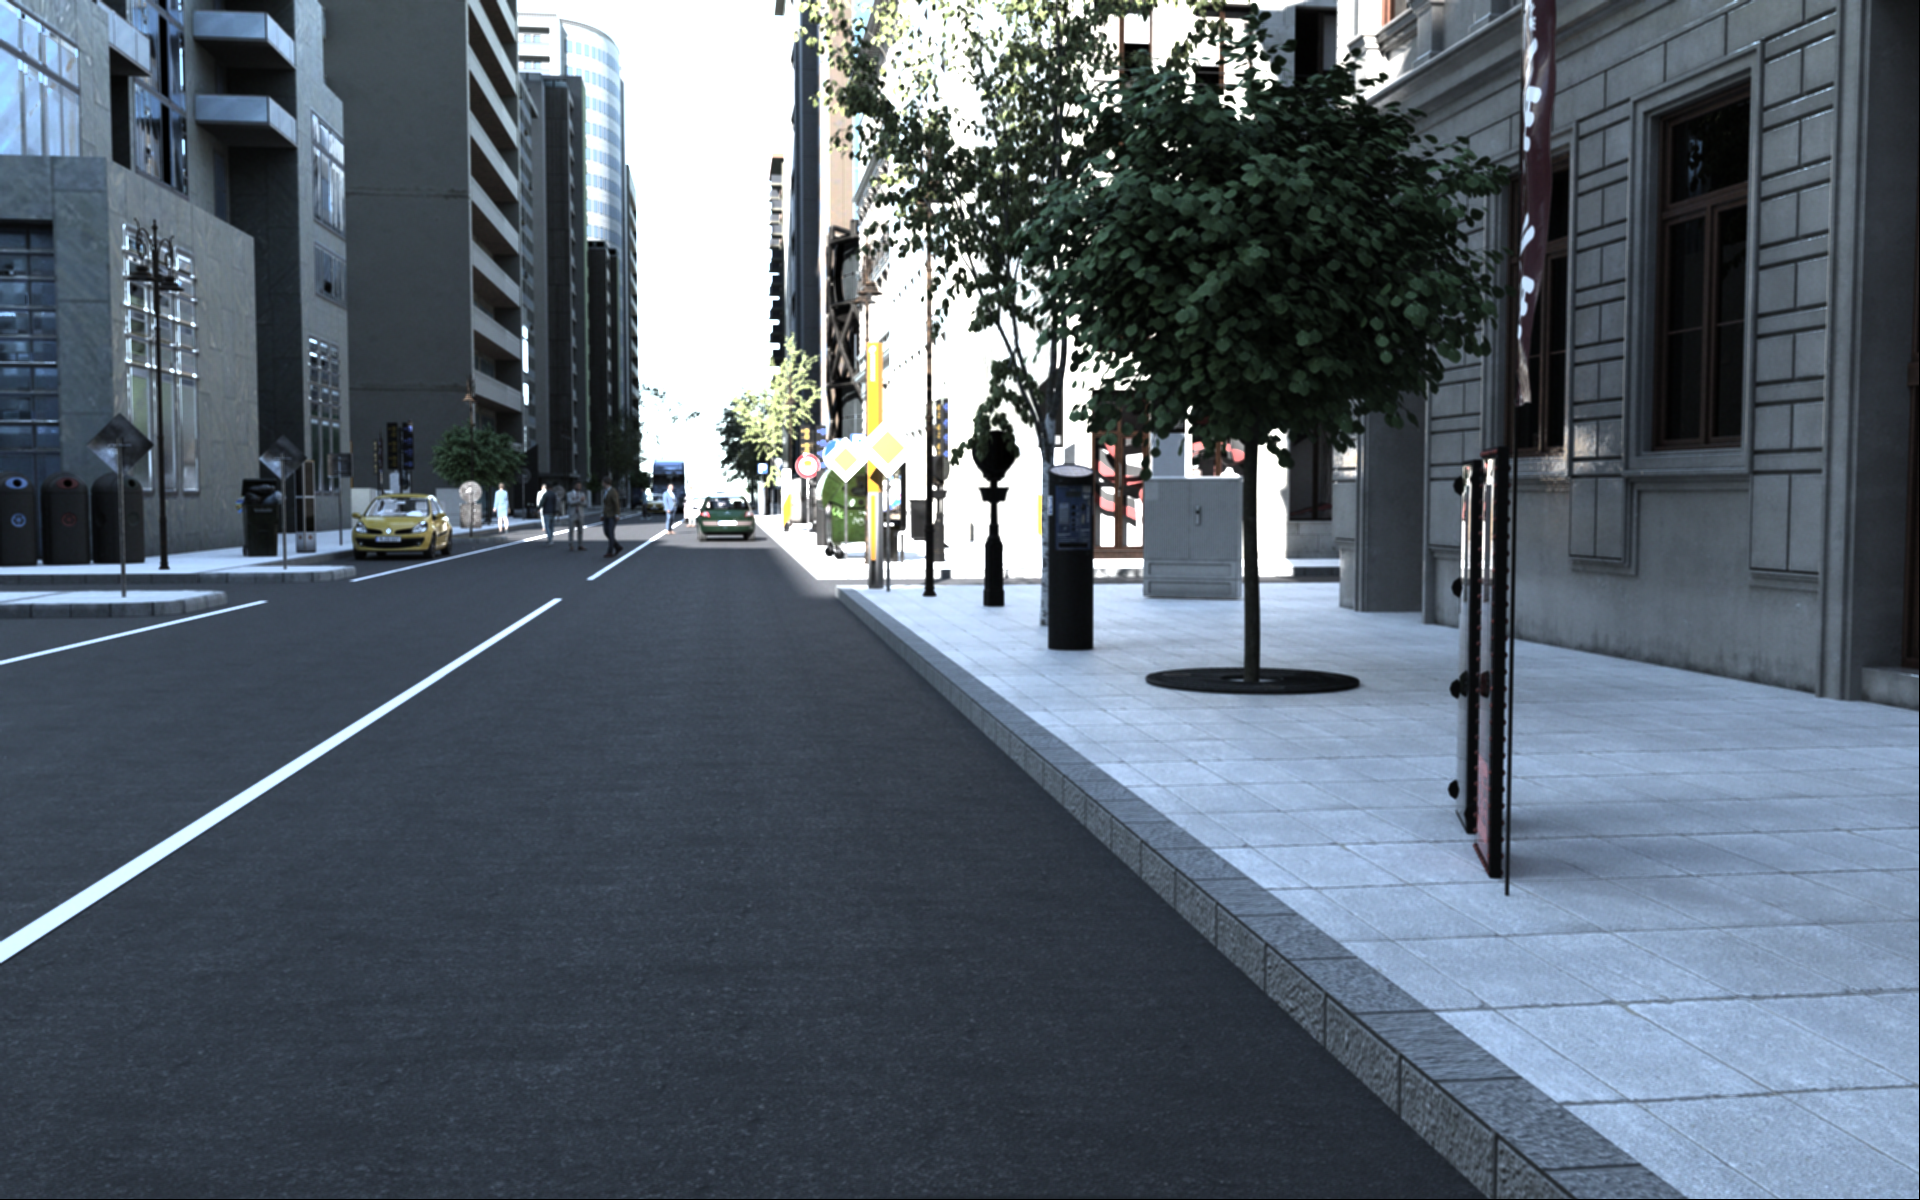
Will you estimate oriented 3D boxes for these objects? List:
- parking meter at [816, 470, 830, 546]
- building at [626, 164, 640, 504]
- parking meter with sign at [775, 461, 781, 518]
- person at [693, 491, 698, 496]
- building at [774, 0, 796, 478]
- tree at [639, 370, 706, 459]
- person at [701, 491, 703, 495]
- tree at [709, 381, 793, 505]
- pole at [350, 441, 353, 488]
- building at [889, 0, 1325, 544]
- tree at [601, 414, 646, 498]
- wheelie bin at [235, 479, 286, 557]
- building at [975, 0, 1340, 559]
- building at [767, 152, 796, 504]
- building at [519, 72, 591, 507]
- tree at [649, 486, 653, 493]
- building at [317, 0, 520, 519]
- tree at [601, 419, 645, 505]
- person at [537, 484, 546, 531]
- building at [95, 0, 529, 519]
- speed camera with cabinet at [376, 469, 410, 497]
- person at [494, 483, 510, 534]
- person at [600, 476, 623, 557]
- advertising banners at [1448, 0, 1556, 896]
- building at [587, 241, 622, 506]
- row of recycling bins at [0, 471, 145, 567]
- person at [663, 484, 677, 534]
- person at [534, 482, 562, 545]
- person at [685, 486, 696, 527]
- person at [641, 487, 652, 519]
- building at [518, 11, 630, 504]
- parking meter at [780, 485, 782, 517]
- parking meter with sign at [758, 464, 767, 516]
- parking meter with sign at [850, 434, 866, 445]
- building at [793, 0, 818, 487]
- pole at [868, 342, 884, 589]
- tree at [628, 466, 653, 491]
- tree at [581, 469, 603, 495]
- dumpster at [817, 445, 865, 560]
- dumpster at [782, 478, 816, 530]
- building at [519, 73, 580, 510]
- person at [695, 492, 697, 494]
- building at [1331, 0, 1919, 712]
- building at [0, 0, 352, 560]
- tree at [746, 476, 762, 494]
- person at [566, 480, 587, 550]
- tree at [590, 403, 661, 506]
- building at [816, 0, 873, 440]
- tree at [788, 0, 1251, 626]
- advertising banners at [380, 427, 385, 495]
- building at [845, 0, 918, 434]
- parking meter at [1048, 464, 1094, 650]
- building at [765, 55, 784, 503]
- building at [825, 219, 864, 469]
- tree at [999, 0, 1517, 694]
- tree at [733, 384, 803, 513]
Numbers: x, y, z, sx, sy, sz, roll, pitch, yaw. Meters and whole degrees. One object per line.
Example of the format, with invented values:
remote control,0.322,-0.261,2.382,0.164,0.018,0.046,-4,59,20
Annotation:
parking meter,-3.339,-2.252,42.534,0.255,1.863,0.399,2,4,30
building,-55.865,-37.692,239.971,21.300,48.544,21.600,0,4,-8
parking meter with sign,-8.774,-5.788,90.892,1.738,3.016,0.543,1,4,17
person,-31.495,-12.026,205.112,1.348,1.826,0.705,1,4,22
building,-2.831,-35.238,165.376,28.713,52.752,27.495,0,4,-8
tree,-44.003,-24.834,261.924,12.611,20.169,13.585,0,3,0
person,-31.745,-12.506,212.974,0.705,1.824,1.348,-1,4,-9
tree,-23.365,-17.674,195.619,9.857,13.997,8.962,0,3,0
pole,-23.238,-4.414,66.019,0.158,3.312,0.155,0,3,0
building,3.714,-12.292,55.718,10.420,20.320,16.860,0,4,-8
tree,-31.506,-12.867,160.729,4.737,8.622,4.395,0,3,0
wheelie bin,-14.409,-1.703,35.758,0.980,1.594,0.693,-2,4,-31
building,9.398,-11.289,39.328,16.860,20.320,10.420,0,4,-8
building,-13.085,-34.566,219.784,22.147,44.769,28.867,0,4,-8
building,-42.763,-29.360,163.624,14.154,41.232,14.086,0,4,-8
tree,-42.582,-15.110,241.642,1.663,3.219,1.824,0,3,0
building,-34.547,-28.398,88.011,21.300,48.544,21.600,0,4,-8
tree,-32.978,-13.400,169.454,4.360,8.622,3.978,0,3,0
person,-16.250,-3.628,67.917,0.635,1.810,0.391,-1,4,-22
building,-40.360,-49.077,115.088,22.319,86.520,31.000,0,4,-8
speed camera with cabinet,-24.360,-4.867,73.917,0.660,3.252,2.038,1,4,22
person,-16.358,-3.263,61.875,0.581,1.822,0.654,-2,4,-24
person,-8.012,-1.913,39.681,0.656,1.842,0.836,1,4,20
advertising banners,1.839,-0.597,5.950,0.090,3.025,2.074,1,4,11
building,-45.730,-25.883,194.895,14.160,30.474,14.107,0,4,-8
row of recycling bins,-16.648,-1.476,31.251,3.534,1.692,1.069,-3,5,-45
person,-10.481,-3.295,62.555,0.419,1.800,0.721,1,4,21
person,-11.496,-2.425,48.493,0.721,1.781,0.623,2,4,29
person,-11.865,-4.117,75.990,0.511,1.800,0.466,2,4,31
person,-17.807,-5.480,98.121,0.620,1.820,0.660,-1,4,-22
building,-52.588,-41.130,214.468,21.231,58.520,28.212,0,4,-8
parking meter,-9.867,-5.566,96.715,0.255,1.863,0.399,0,4,4
parking meter with sign,-11.490,-6.379,100.554,0.543,3.016,1.738,-1,4,-9
parking meter with sign,-2.674,-3.265,49.638,0.543,3.016,1.738,-1,4,-18
building,-2.547,-36.370,136.646,21.231,58.520,28.212,0,4,-8
pole,-1.142,-1.809,23.425,0.158,3.312,0.155,0,3,0
tree,-36.972,-13.264,200.583,4.285,4.588,4.351,0,3,0
tree,-28.718,-8.672,136.387,1.663,3.219,1.824,0,3,0
dumpster,-2.059,-1.960,34.546,1.502,2.255,1.985,0,4,-8
dumpster,-5.622,-3.396,61.289,1.264,1.857,1.865,0,4,-8
building,-48.594,-27.625,143.543,32.217,40.220,23.993,0,4,-8
person,-36.306,-13.974,237.759,1.217,1.735,0.721,-2,4,-35
building,10.534,-10.636,10.056,11.583,22.565,21.152,0,4,-8
building,-29.442,-44.774,44.726,22.319,86.520,31.000,0,4,-8
tree,-19.310,-10.533,166.809,1.663,3.219,1.824,0,3,0
person,-9.769,-2.174,44.219,0.466,1.800,0.511,3,5,42
tree,-34.675,-14.939,178.669,8.767,10.594,7.601,1,4,17
building,-2.246,-28.478,115.729,14.600,45.320,14.200,0,4,-8
tree,0.623,-4.059,16.722,4.737,8.622,4.395,0,3,0
advertising banners,-15.341,-3.045,45.972,0.090,3.025,2.074,-1,4,-17
building,1.231,-15.007,74.238,11.050,23.489,19.941,0,4,-8
parking meter,0.919,-0.363,14.344,0.372,1.533,0.369,0,3,0
building,-17.114,-57.214,248.116,22.319,86.520,31.000,0,4,-8
building,0.750,-14.131,98.498,16.820,18.784,16.811,0,4,-8
tree,1.968,-1.714,11.735,4.285,4.588,4.351,0,3,0
tree,-12.622,-10.059,114.824,4.360,8.622,3.978,0,3,0
